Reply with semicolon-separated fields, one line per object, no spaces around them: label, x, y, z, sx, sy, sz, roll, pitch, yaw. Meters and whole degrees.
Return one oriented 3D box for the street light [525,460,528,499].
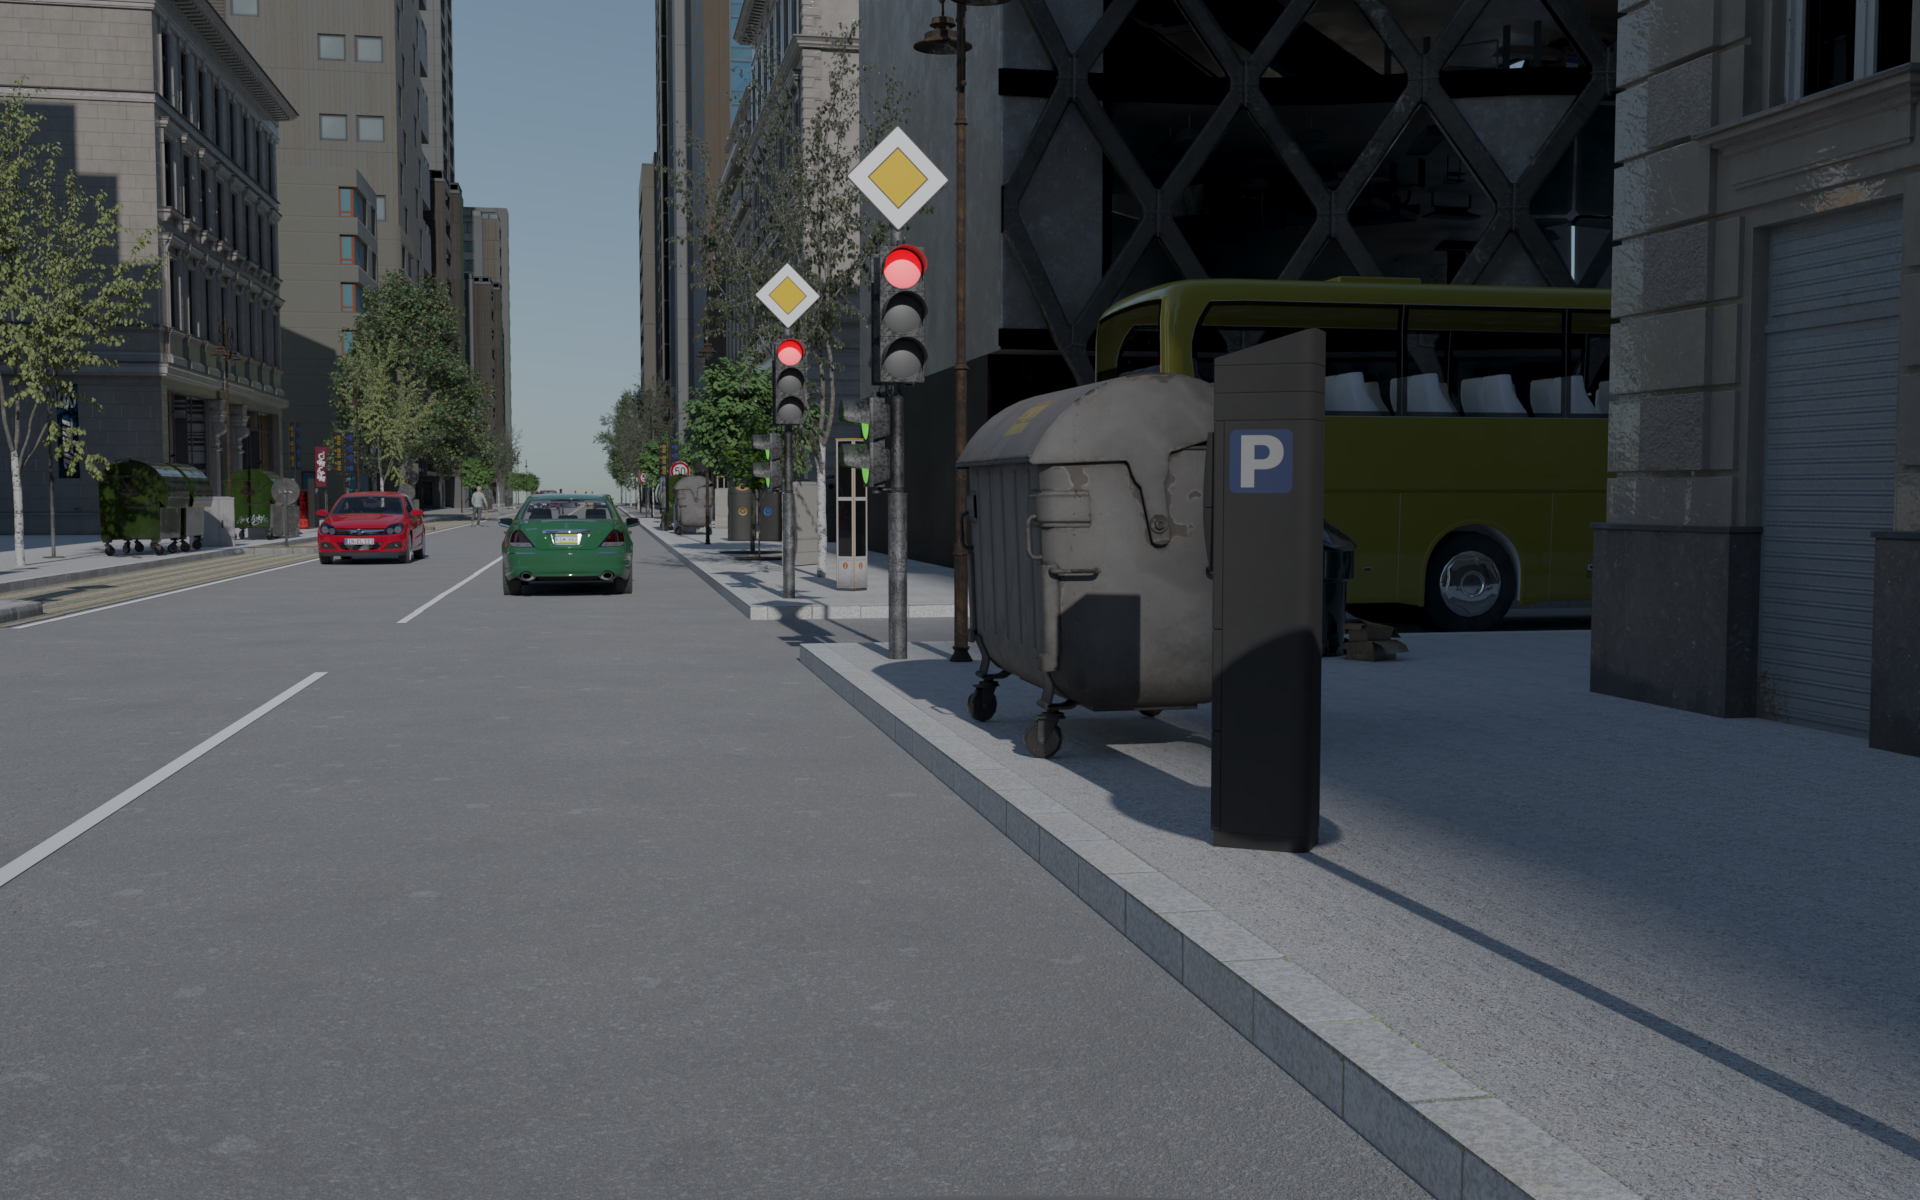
street light;-56.874;-15.563;227.242;0.468;5.910;1.993;-1;4;-12

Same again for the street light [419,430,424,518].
street light;-29.224;-7.414;94.014;0.468;5.910;1.993;-1;4;-12

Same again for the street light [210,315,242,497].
street light;-18.942;-4.406;44.829;0.468;5.910;1.993;-1;4;-12

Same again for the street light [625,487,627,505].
street light;-32.226;-12.011;169.166;0.468;5.910;1.993;-1;4;-12

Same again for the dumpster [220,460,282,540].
dumpster;-19.835;-2.827;48.709;1.502;2.255;1.985;-1;4;-12

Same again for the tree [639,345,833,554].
tree;-4.483;-3.291;37.514;4.285;4.588;4.351;0;3;0

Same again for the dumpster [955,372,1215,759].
dumpster;0.765;-0.206;9.131;1.264;1.857;1.865;-1;4;-12

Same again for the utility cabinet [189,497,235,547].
utility cabinet;-18.203;-1.895;42.147;0.306;1.237;1.020;3;5;41

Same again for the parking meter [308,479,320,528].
parking meter;-24.585;-3.681;65.901;0.255;1.863;0.399;1;4;11

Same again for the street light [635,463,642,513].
street light;-22.027;-8.964;119.350;0.468;5.910;1.993;-1;4;-12

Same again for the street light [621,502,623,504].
street light;-38.548;-13.881;199.735;0.468;5.910;1.993;-1;4;-12

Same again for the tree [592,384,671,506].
tree;-33.564;-16.149;181.042;9.611;12.733;9.660;0;3;0

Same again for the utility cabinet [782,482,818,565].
utility cabinet;-2.820;-1.377;31.192;0.318;1.500;1.173;1;4;21

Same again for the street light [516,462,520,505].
street light;-51.391;-13.985;201.442;0.468;5.910;1.993;-1;4;-12

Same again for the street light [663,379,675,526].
street light;-11.657;-5.916;69.522;0.468;5.910;1.993;-1;4;-12

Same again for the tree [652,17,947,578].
tree;-2.365;-4.650;26.390;4.360;8.622;3.978;0;3;0

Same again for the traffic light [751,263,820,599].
traffic light;-2.121;-1.974;21.196;0.839;4.253;0.868;-1;4;-12

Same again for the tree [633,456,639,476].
tree;-15.236;-6.502;90.027;4.285;4.588;4.351;0;3;0

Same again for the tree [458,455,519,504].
tree;-38.280;-9.394;137.312;4.285;4.588;4.351;0;3;0

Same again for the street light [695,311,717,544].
street light;-6.427;-4.353;43.960;0.468;5.910;1.993;-1;4;-12

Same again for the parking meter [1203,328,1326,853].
parking meter;1.103;-0.036;6.301;0.399;1.863;0.255;1;4;23

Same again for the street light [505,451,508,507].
street light;-46.230;-12.450;176.340;0.468;5.910;1.993;-1;4;-12

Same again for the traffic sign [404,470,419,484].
traffic sign;-29.341;-5.663;92.688;0.768;2.556;0.104;0;4;-3

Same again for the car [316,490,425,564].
car;-12.463;-1.698;36.799;2.155;1.783;4.494;-1;4;-11

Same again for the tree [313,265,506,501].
tree;-27.700;-10.401;87.064;9.611;12.733;9.660;0;3;0

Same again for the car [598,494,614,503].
car;-32.296;-8.985;156.694;2.009;1.686;4.222;-1;4;-14

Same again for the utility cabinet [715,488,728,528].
utility cabinet;-8.536;-3.422;64.621;1.173;1.500;0.318;1;4;13

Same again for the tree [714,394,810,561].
tree;-4.035;-2.395;33.757;1.663;3.219;1.824;0;3;0

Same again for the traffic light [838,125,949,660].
traffic light;-0.502;-1.496;13.376;0.839;4.253;0.868;-1;4;-12

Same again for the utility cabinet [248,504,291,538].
utility cabinet;-20.044;-2.542;50.245;1.173;1.500;0.318;0;4;8

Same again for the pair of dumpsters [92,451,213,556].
pair of dumpsters;-17.551;-2.155;37.730;1.574;2.255;4.437;-1;4;-12

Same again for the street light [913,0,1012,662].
street light;0.008;-2.466;13.107;0.468;5.910;1.993;-1;4;-12

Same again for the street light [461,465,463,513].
street light;-34.298;-8.948;119.081;0.468;5.910;1.993;-1;4;-12

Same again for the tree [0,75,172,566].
tree;-16.605;-4.912;30.668;4.737;8.622;4.395;0;3;0

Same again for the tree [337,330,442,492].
tree;-26.016;-7.838;78.513;4.737;8.622;4.395;0;3;0

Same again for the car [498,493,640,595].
car;-5.882;-0.874;26.082;2.131;1.459;4.920;-1;4;-12

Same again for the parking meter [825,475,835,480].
parking meter;-3.986;-2.853;52.356;0.255;1.863;0.399;2;4;35

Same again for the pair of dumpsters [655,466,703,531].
pair of dumpsters;-10.185;-3.689;62.815;1.574;2.255;4.437;-1;4;-12

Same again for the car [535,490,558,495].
car;-36.931;-8.970;155.334;2.281;1.827;5.304;-1;4;-13

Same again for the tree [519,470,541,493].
tree;-56.176;-14.382;218.862;4.285;4.588;4.351;0;3;0

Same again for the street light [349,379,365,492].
street light;-24.215;-5.924;69.650;0.468;5.910;1.993;-1;4;-12

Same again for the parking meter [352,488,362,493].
parking meter;-25.090;-3.894;72.075;0.372;1.533;0.369;0;3;0

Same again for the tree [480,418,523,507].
tree;-44.789;-13.300;167.819;4.360;8.622;3.978;0;3;0

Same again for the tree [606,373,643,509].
tree;-18.386;-9.286;102.187;4.360;8.622;3.978;0;3;0

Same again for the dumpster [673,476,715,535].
dumpster;-8.402;-2.997;54.767;1.264;1.857;1.865;-1;4;-12

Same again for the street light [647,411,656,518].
street light;-16.836;-7.446;94.538;0.468;5.910;1.993;-1;4;-12
